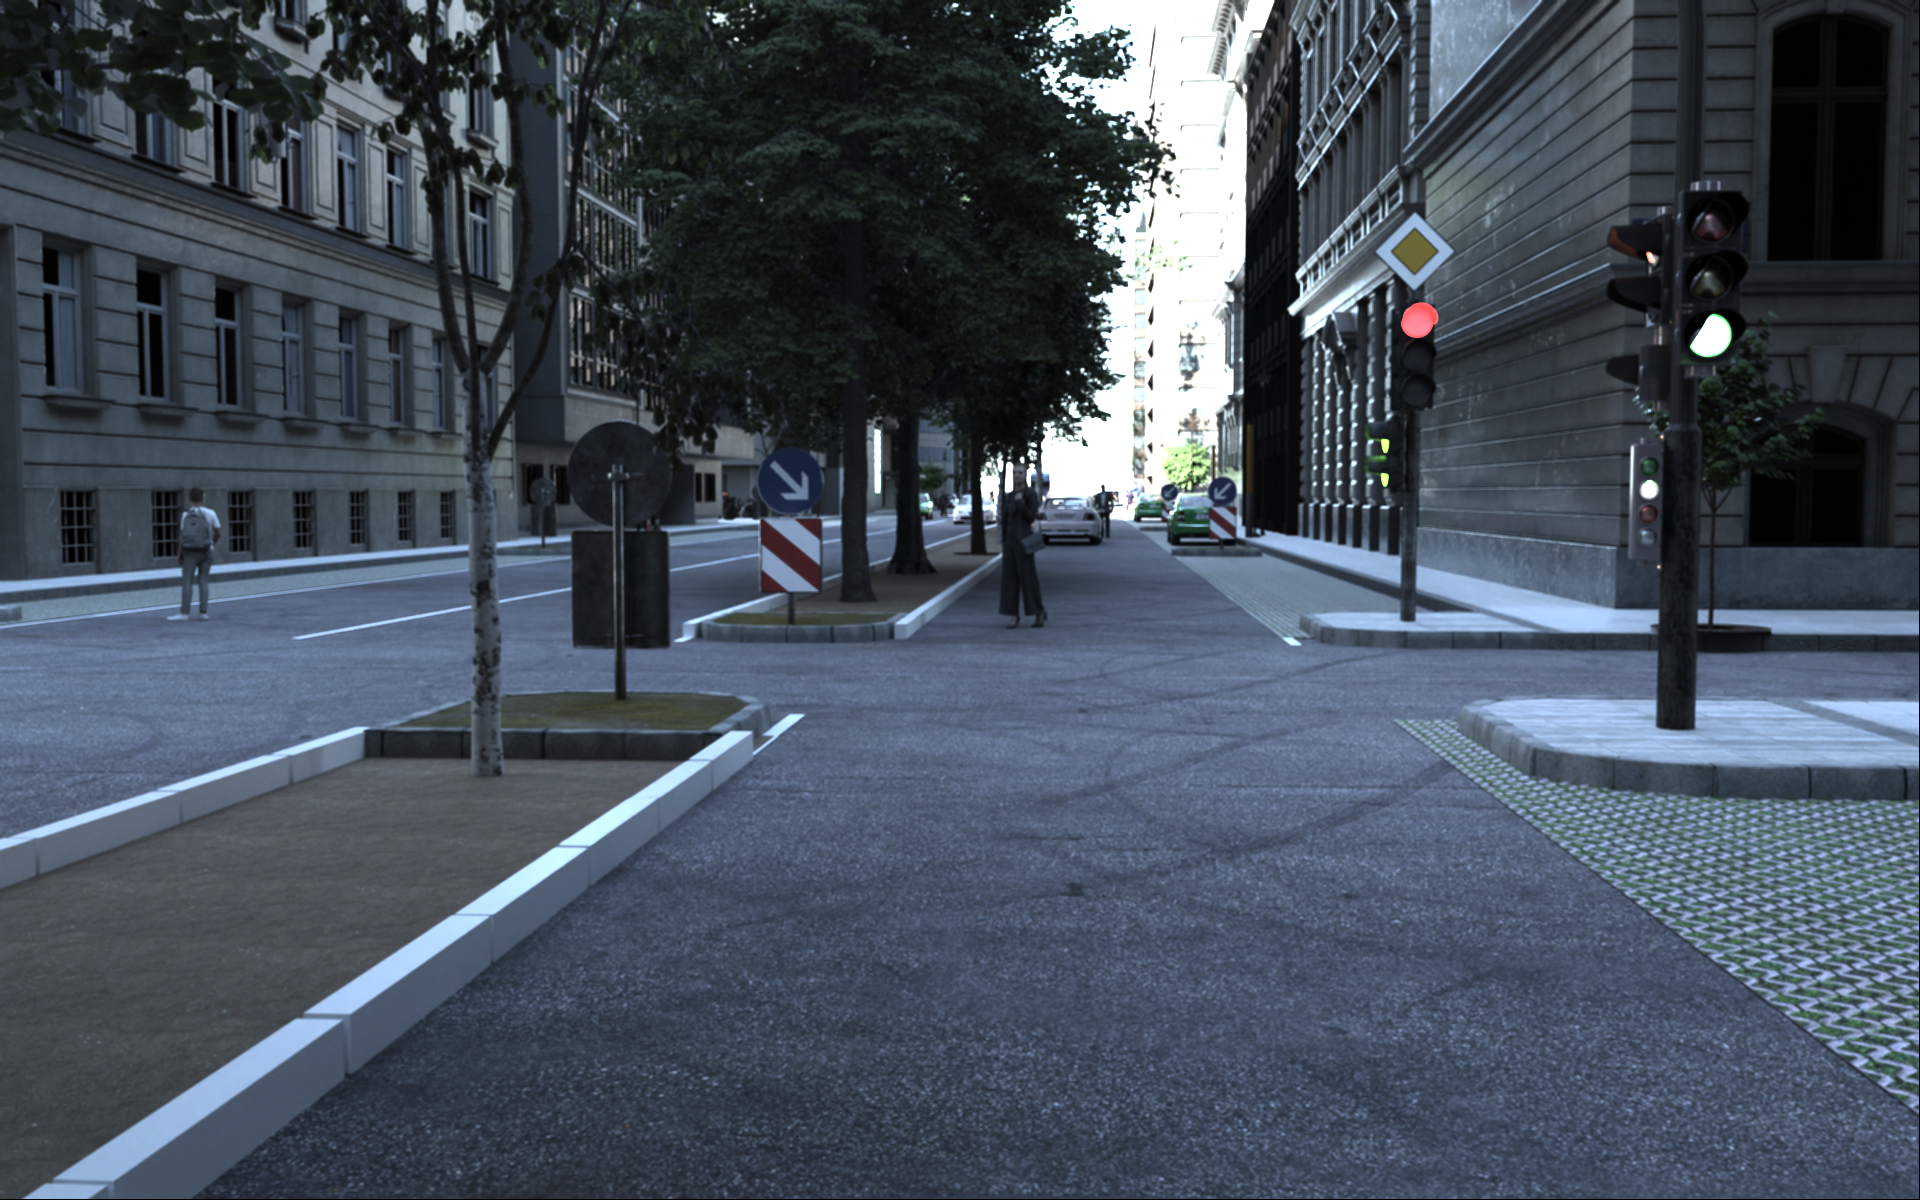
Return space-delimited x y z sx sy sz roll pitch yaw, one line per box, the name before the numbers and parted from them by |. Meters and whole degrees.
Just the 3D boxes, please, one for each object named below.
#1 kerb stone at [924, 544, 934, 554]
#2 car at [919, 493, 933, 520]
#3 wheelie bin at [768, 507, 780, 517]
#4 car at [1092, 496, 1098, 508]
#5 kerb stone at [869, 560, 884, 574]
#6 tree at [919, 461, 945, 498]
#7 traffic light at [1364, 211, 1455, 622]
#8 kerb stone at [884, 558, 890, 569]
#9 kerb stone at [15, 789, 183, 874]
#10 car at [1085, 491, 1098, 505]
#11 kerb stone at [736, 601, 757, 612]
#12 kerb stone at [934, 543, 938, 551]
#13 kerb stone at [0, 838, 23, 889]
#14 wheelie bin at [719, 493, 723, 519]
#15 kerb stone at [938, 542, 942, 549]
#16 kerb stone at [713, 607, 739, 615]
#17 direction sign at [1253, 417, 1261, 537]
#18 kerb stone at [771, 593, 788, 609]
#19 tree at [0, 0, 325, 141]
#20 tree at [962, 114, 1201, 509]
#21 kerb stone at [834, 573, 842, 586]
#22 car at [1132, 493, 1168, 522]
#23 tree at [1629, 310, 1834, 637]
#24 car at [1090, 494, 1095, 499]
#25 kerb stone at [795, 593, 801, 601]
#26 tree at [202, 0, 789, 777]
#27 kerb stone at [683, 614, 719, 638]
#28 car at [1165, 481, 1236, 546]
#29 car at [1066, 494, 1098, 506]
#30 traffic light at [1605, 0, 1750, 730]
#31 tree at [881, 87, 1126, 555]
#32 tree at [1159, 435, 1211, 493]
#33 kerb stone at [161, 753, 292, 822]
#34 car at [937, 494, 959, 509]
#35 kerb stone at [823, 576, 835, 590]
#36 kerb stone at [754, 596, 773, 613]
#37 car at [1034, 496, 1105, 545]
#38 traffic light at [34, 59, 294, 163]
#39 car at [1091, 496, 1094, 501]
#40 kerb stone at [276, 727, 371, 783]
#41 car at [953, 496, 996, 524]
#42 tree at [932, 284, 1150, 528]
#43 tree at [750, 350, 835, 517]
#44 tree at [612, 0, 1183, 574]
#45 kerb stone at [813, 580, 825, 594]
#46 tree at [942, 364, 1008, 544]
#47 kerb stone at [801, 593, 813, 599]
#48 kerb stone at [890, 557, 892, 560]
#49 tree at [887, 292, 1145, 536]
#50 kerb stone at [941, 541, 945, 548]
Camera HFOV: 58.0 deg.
kerb stone | -0.791 -1.224 42.269 0.120 0.150 1.000 0 4 4
car | -2.471 -5.394 96.980 1.959 1.807 4.718 0 4 2
wheelie bin | -9.967 -5.102 91.324 0.693 1.594 0.980 2 4 34
car | 7.758 -5.870 108.550 1.945 1.354 3.894 0 4 6
kerb stone | -1.573 -0.601 32.023 0.120 0.150 1.000 0 4 4
tree | -3.031 -11.386 169.869 4.285 4.588 4.351 0 3 0
traffic light | 4.506 -1.741 17.379 0.839 4.253 0.868 0 4 4
kerb stone | -1.502 -0.661 33.048 0.120 0.150 1.000 0 4 4
kerb stone | -3.462 0.933 6.976 0.120 0.150 1.000 0 4 4
car | 17.677 -13.754 233.548 2.281 1.827 5.304 0 4 4
kerb stone | -2.500 0.150 19.749 0.120 0.150 1.000 0 4 4
kerb stone | -0.715 -1.290 43.288 0.120 0.150 1.000 0 4 4
kerb stone | -3.540 0.993 5.957 0.120 0.150 1.000 0 4 4
wheelie bin | -12.594 -4.970 89.175 0.980 1.594 0.693 1 4 10
kerb stone | -0.640 -1.353 44.314 0.120 0.150 1.000 0 4 4
kerb stone | -2.581 0.212 18.726 0.120 0.150 1.000 0 4 4
direction sign | 8.785 -3.640 51.512 0.379 3.537 0.876 1 4 15
kerb stone | -2.342 0.024 21.795 0.120 0.150 1.000 0 4 4
tree | -2.686 -4.990 2.165 7.486 12.596 7.792 0 3 0
tree | 5.139 -13.908 85.745 12.611 20.169 13.585 0 3 0
kerb stone | -1.958 -0.287 26.908 0.120 0.150 1.000 0 4 4
car | 9.849 -4.893 88.788 1.959 1.807 4.718 0 4 3
tree | 7.076 -1.302 15.896 1.663 3.219 1.824 0 3 0
car | 15.646 -12.340 211.982 2.015 1.641 3.980 0 4 5
kerb stone | -2.271 -0.036 22.815 0.120 0.150 1.000 0 4 4
tree | -2.401 -3.393 8.292 4.360 8.622 3.978 0 3 0
kerb stone | -2.657 0.277 17.702 0.120 0.150 1.000 0 4 4
car | 6.851 -2.481 49.366 1.959 1.807 4.718 0 4 4
car | 5.995 -4.635 87.579 2.131 1.459 4.920 0 4 5
traffic light | 1.811 -2.126 9.433 4.771 5.953 1.251 0 4 4
tree | 0.332 -6.872 40.563 9.928 11.665 9.643 0 3 0
tree | 12.726 -6.933 97.070 4.285 4.588 4.351 0 3 0
kerb stone | -3.388 0.868 7.996 0.120 0.150 1.000 0 4 4
car | -1.056 -8.939 155.940 2.009 1.686 4.222 0 4 4
kerb stone | -2.032 -0.226 25.888 0.120 0.150 1.000 0 4 4
kerb stone | -2.425 0.087 20.768 0.120 0.150 1.000 0 4 4
car | 3.153 -2.314 50.193 2.083 1.381 4.827 0 4 6
traffic light | -9.518 -2.678 18.455 4.771 5.953 1.251 0 4 4
car | 7.138 -5.522 102.280 2.014 1.417 4.499 0 4 6
kerb stone | -3.303 0.806 9.028 0.120 0.150 1.000 0 4 4
car | 0.740 -4.348 83.448 2.083 1.381 4.827 0 4 5
tree | 2.741 -9.783 72.772 12.009 13.543 11.850 0 3 0
tree | -9.718 -9.404 88.174 8.767 10.594 7.601 -3 5 -43
tree | -0.913 -6.806 30.745 9.611 12.733 9.660 0 3 0
kerb stone | -2.112 -0.158 24.863 0.120 0.150 1.000 0 4 4
tree | 1.097 -5.899 49.262 4.737 8.622 4.395 0 3 0
kerb stone | -2.196 -0.100 23.834 0.120 0.150 1.000 0 4 4
kerb stone | -1.417 -0.720 34.073 0.120 0.150 1.000 0 4 4
tree | 1.291 -7.253 55.463 8.767 10.594 7.601 0 4 4
kerb stone | -0.562 -1.416 45.351 0.120 0.150 1.000 0 4 4
